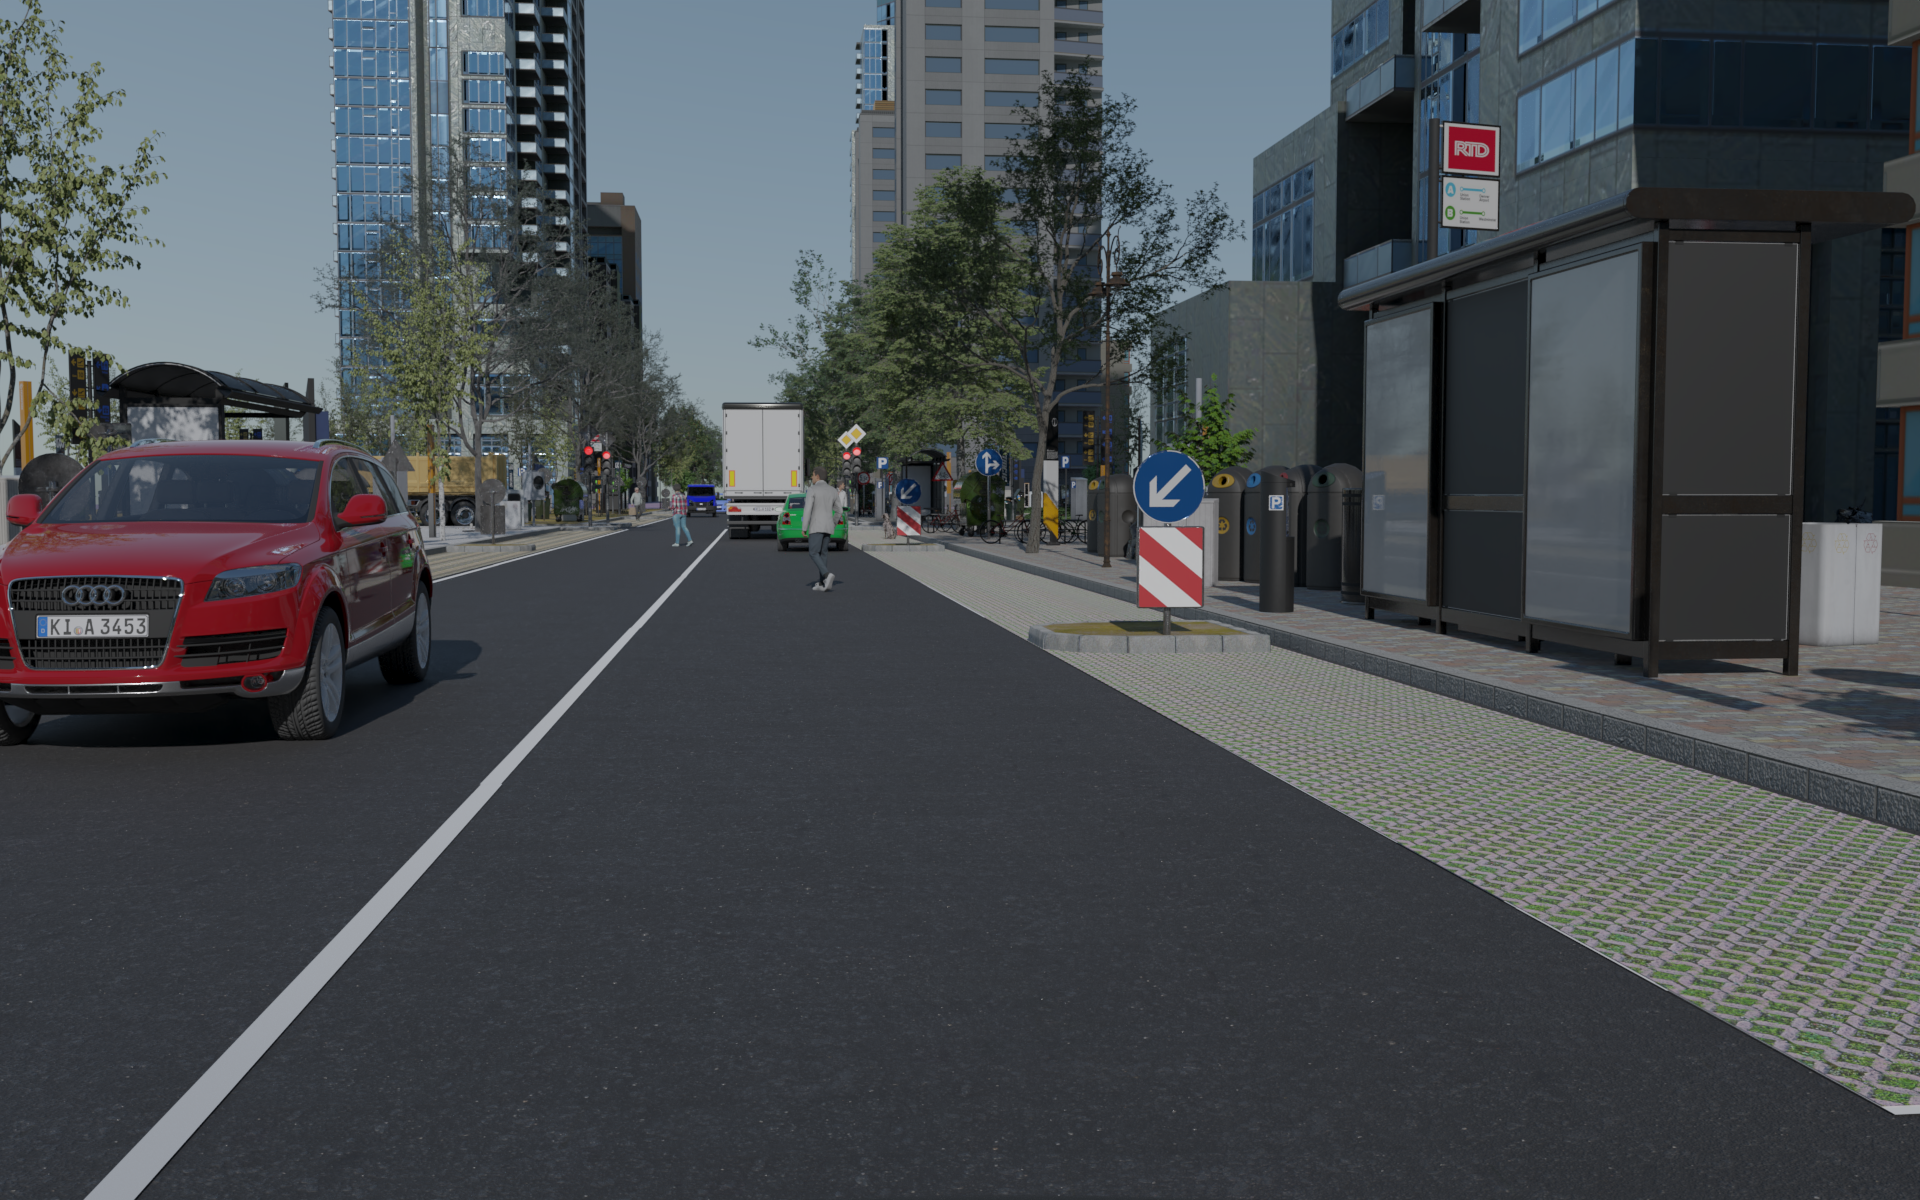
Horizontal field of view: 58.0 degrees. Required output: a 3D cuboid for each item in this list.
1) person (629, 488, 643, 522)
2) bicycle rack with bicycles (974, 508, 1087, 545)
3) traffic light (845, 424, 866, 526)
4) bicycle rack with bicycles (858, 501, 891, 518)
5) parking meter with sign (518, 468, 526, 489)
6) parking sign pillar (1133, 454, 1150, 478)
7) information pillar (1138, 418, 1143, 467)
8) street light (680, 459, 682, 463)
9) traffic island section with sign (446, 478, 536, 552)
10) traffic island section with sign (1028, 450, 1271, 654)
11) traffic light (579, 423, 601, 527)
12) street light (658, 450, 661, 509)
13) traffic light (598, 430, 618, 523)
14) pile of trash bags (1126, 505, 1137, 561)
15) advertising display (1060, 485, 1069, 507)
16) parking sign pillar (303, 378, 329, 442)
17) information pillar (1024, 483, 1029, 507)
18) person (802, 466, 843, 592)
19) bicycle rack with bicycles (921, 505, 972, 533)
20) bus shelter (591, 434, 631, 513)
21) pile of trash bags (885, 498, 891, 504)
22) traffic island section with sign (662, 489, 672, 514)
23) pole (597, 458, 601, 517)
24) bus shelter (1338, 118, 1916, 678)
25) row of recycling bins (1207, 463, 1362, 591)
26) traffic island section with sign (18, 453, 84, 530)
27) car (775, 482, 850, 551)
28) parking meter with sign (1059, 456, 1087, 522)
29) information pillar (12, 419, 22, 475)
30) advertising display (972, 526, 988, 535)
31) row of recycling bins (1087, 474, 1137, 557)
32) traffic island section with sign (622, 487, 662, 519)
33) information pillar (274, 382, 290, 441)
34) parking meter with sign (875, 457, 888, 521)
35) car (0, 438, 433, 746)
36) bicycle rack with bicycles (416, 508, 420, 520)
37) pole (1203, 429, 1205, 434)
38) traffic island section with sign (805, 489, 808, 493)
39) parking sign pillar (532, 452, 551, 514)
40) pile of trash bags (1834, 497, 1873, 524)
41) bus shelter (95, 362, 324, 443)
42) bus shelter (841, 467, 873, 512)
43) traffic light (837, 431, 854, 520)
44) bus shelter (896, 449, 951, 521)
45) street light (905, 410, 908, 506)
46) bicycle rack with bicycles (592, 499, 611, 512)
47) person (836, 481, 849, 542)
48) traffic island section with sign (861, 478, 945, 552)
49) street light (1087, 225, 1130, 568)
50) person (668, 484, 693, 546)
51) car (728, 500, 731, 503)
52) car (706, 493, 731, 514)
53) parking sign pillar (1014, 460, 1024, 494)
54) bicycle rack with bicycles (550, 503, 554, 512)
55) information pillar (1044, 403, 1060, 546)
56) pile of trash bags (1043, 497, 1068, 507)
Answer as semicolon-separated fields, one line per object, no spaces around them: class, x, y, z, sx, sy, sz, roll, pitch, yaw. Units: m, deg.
person;-16.815;-4.941;89.771;0.515;1.767;0.782;3;5;42
bicycle rack with bicycles;2.265;-1.933;44.990;2.925;0.926;2.852;1;4;22
traffic light;-4.164;-4.920;69.360;0.839;4.253;0.868;0;4;-7
bicycle rack with bicycles;-3.934;-4.930;93.982;2.852;0.926;2.925;-2;4;-32
parking meter with sign;-29.032;-7.321;115.967;0.543;3.016;1.738;0;4;5
parking sign pillar;13.167;-8.359;125.134;1.447;3.967;1.447;1;4;19
information pillar;5.578;-3.811;53.661;0.183;3.616;0.504;1;4;14
street light;-31.065;-13.456;192.788;0.468;5.910;1.993;0;4;-7
traffic island section with sign;-11.719;-2.129;43.431;1.989;1.847;2.006;0;4;-7
traffic island section with sign;1.699;-0.476;16.417;1.989;1.847;2.006;0;4;-7
traffic light;-14.554;-4.845;68.143;0.839;4.253;0.868;0;4;-7
street light;-26.518;-11.028;153.094;0.468;5.910;1.993;0;4;-7
traffic light;-15.474;-5.331;76.075;0.839;4.253;0.868;0;4;-7
pile of trash bags;4.945;-1.470;33.784;3.447;1.369;1.912;1;4;8
advertising display;7.210;-6.983;119.393;0.123;1.923;0.974;3;4;37
parking sign pillar;-15.226;-3.209;40.938;1.447;3.967;1.447;-2;4;-26
information pillar;4.507;-6.866;116.758;0.304;2.012;0.304;1;4;8
person;-1.999;-1.052;25.539;0.661;1.843;0.795;-3;4;-39
bicycle rack with bicycles;0.077;-2.702;57.562;2.925;0.926;2.852;0;4;-6
bus shelter;-23.930;-8.624;118.632;2.179;5.291;8.768;0;4;-7
pile of trash bags;-6.352;-8.112;142.387;3.447;1.369;1.912;0;4;-4
traffic island section with sign;-21.212;-7.131;125.216;1.989;1.847;2.006;0;4;-7
pole;-20.418;-6.372;98.018;0.158;3.312;0.155;0;3;0
bus shelter;5.107;-2.362;16.254;2.179;5.291;8.768;0;4;-6
row of recycling bins;4.643;-1.070;24.615;1.069;1.692;3.534;-1;4;-22
traffic island section with sign;-8.541;-0.451;16.000;1.989;1.847;2.006;0;4;-7
car;-3.808;-2.196;44.700;1.959;1.807;4.718;0;4;-5
parking meter with sign;5.516;-5.115;79.892;1.738;3.016;0.543;-3;4;-37
information pillar;-29.501;-3.857;54.409;0.183;3.616;0.504;1;4;22
advertising display;0.664;-3.031;54.769;0.123;1.923;0.974;2;4;35
row of recycling bins;3.298;-1.815;36.786;1.069;1.692;3.534;0;4;0
traffic island section with sign;-18.084;-5.477;98.183;1.989;1.847;2.006;0;4;-7
information pillar;-14.272;-2.762;36.521;0.504;3.616;0.183;3;5;39
parking meter with sign;-3.806;-5.294;82.820;0.543;3.016;1.738;-1;4;-9
car;-4.896;-0.181;11.634;2.281;1.827;5.304;0;4;-8
bicycle rack with bicycles;-26.876;-4.420;85.642;2.852;0.926;2.925;2;4;35
pole;7.012;-3.398;49.401;0.158;3.312;0.155;0;3;0
traffic island section with sign;-11.105;-7.220;126.668;1.989;1.847;2.006;0;4;-7
parking sign pillar;-26.761;-7.441;110.140;1.447;3.967;1.447;0;4;8
pile of trash bags;16.093;-1.225;29.776;1.912;1.369;3.447;3;5;41
bus shelter;-12.459;-2.161;29.250;2.014;3.302;5.546;0;4;-6
bus shelter;-7.384;-7.955;123.994;2.014;3.302;5.546;0;4;-7
traffic light;-5.084;-5.405;77.292;0.839;4.253;0.868;0;4;-7
bus shelter;-1.728;-5.269;80.079;2.014;3.302;5.546;0;4;-7
street light;-2.140;-5.899;69.228;0.468;5.910;1.993;0;4;-7
bicycle rack with bicycles;-25.956;-6.875;125.785;2.852;0.926;2.925;0;4;-5
person;-3.659;-2.635;51.691;0.679;1.850;0.850;-3;5;-44
traffic island section with sign;-1.474;-2.147;43.735;1.989;1.847;2.006;0;4;-7
street light;2.567;-3.506;30.111;0.468;5.910;1.993;0;4;-7
person;-7.679;-2.333;47.484;0.643;1.720;0.563;3;4;37
car;-24.590;-10.719;187.843;1.945;1.354;3.894;0;4;-5
car;-17.678;-7.122;126.042;1.945;1.707;3.694;-1;4;-8
parking sign pillar;4.557;-8.928;134.450;1.447;3.967;1.447;-1;4;-19
bicycle rack with bicycles;-30.936;-6.818;124.848;2.925;0.926;2.852;0;4;5
information pillar;2.271;-3.162;43.052;0.183;3.616;0.504;3;5;42
pile of trash bags;7.055;-7.090;125.674;1.912;1.369;3.447;-1;4;-20
